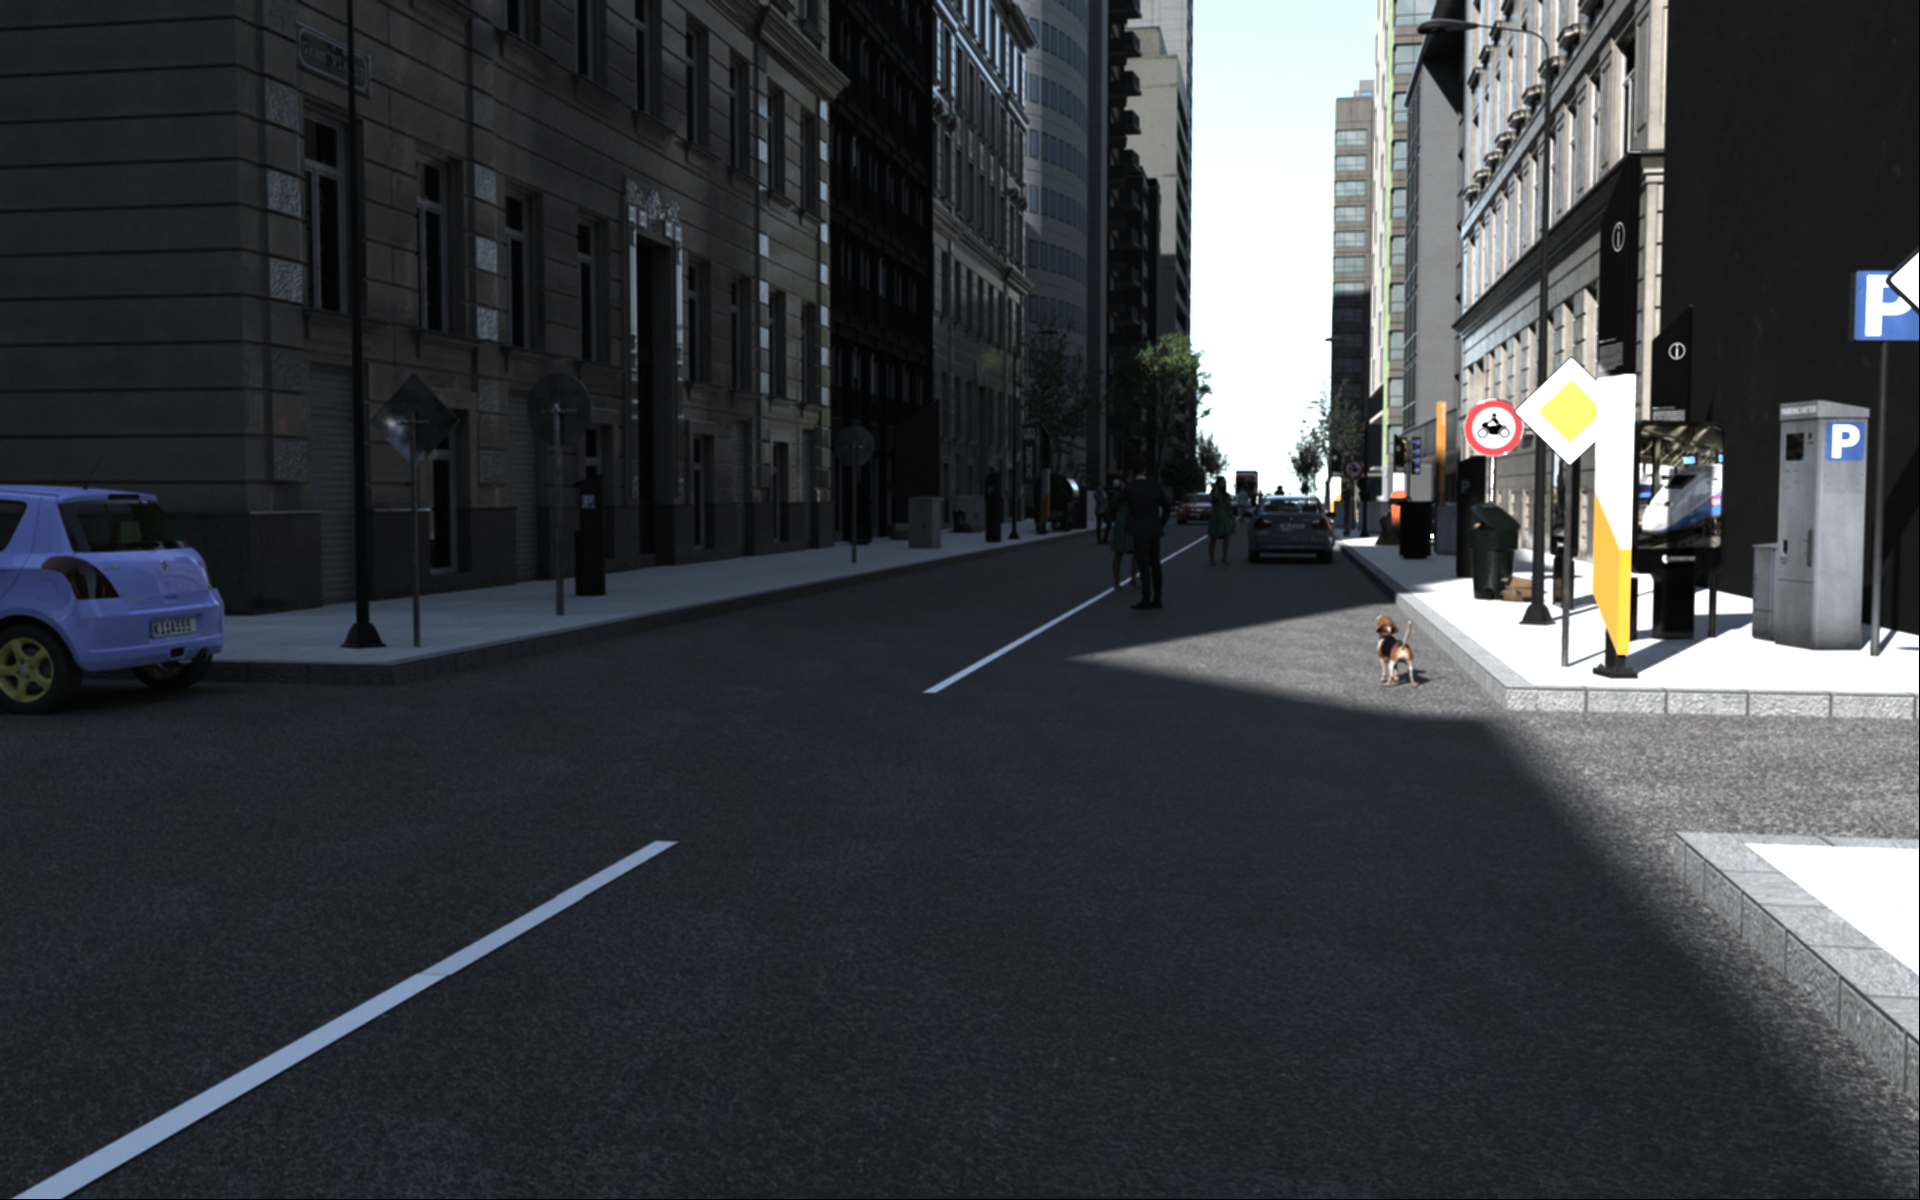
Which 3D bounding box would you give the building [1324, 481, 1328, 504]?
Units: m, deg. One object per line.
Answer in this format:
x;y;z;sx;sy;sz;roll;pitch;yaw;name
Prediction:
64.676;-32.750;227.338;32.217;40.220;23.993;1;4;10;building

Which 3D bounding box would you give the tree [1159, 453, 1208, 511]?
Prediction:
19.859;-10.207;150.605;4.285;4.588;4.351;0;3;0;tree

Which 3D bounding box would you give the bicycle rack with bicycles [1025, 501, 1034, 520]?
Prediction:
3.752;-4.502;86.991;2.852;0.926;2.925;-1;4;-12;bicycle rack with bicycles

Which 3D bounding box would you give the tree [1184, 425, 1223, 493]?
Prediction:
27.012;-14.668;190.176;4.360;8.622;3.978;0;3;0;tree

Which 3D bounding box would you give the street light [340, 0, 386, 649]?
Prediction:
-4.486;-2.553;14.276;1.470;5.913;1.316;1;4;10;street light

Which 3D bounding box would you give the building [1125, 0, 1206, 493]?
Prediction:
23.003;-48.678;234.136;20.563;71.187;20.611;1;4;10;building

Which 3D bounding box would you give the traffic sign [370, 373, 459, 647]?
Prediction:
-4.554;-0.662;14.471;0.795;2.450;0.064;1;4;10;traffic sign

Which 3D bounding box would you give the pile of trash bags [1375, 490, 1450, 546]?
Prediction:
11.221;-2.034;43.013;1.912;1.369;3.447;2;4;25;pile of trash bags

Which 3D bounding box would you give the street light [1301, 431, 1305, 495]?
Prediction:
19.039;-7.306;91.989;1.470;5.913;1.316;1;4;10;street light

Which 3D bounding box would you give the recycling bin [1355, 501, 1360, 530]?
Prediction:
14.525;-2.979;61.262;0.722;1.027;0.722;2;4;29;recycling bin

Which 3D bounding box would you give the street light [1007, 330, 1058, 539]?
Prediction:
2.071;-4.685;49.134;1.470;5.913;1.316;1;4;10;street light

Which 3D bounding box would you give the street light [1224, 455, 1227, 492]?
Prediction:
31.325;-14.373;207.545;1.470;5.913;1.316;1;4;10;street light

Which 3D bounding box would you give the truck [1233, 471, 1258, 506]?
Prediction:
34.511;-13.436;208.599;2.839;4.237;11.283;1;4;11;truck

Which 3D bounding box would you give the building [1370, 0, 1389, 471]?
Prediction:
42.279;-32.267;116.802;28.713;52.752;27.495;1;4;10;building

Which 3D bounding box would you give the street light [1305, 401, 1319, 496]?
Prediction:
18.097;-6.961;86.355;1.470;5.913;1.316;1;4;10;street light

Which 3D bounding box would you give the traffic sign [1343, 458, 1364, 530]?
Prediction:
14.089;-3.788;62.038;0.768;2.556;0.104;1;4;15;traffic sign

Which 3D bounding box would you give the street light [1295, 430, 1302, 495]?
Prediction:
25.340;-9.411;126.416;1.470;5.913;1.316;1;4;10;street light

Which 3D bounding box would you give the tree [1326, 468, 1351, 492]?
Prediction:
23.718;-7.013;109.271;1.663;3.219;1.824;0;3;0;tree

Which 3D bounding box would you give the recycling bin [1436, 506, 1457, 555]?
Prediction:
10.592;-1.474;36.658;0.722;1.027;0.722;-2;4;-25;recycling bin

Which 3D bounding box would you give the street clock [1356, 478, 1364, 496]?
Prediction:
18.264;-4.536;78.736;0.471;2.002;0.358;-1;4;-9;street clock

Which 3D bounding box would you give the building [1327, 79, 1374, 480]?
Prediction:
55.219;-35.569;201.155;23.786;49.044;30.456;1;4;10;building

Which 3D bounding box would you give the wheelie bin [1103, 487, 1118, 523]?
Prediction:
6.821;-4.290;78.052;0.980;1.594;0.693;0;4;-5;wheelie bin

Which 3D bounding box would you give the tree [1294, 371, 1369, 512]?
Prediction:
22.194;-9.346;103.176;4.360;8.622;3.978;0;3;0;tree

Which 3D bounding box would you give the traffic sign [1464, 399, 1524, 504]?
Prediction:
7.174;-1.421;23.337;0.768;2.556;0.104;1;4;17;traffic sign

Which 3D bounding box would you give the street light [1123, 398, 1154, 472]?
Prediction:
8.457;-6.797;83.669;1.470;5.913;1.316;1;4;10;street light

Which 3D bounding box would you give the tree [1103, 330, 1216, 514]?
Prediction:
12.602;-11.242;109.570;9.928;11.665;9.643;0;3;0;tree

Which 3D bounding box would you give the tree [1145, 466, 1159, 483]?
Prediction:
10.980;-6.706;104.243;1.663;3.219;1.824;0;3;0;tree

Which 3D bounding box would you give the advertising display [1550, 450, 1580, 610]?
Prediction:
6.822;-0.877;19.545;0.123;1.923;0.974;0;4;8;advertising display

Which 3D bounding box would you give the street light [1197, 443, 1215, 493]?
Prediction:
22.334;-11.370;158.443;1.470;5.913;1.316;1;4;10;street light

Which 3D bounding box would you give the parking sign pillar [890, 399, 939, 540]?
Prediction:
-1.264;-3.704;49.027;1.447;3.967;1.447;-1;4;-16;parking sign pillar

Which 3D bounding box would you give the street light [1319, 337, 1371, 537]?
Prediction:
11.493;-4.823;51.390;1.470;5.913;1.316;1;4;10;street light

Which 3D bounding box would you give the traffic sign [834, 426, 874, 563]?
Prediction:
-1.977;-1.967;32.272;0.768;2.556;0.104;1;4;11;traffic sign

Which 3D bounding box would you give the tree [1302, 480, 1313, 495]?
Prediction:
43.265;-13.635;217.535;1.663;3.219;1.824;0;3;0;tree

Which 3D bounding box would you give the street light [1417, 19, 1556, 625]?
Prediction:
5.171;-2.721;17.030;1.470;5.913;1.316;1;4;10;street light

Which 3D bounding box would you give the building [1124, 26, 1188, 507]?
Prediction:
13.083;-34.385;185.901;21.300;48.544;21.600;1;4;10;building

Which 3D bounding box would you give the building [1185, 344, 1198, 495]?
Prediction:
14.532;-22.449;212.088;27.650;21.520;28.899;1;4;10;building

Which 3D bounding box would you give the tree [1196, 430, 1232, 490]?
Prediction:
29.312;-15.249;199.691;4.737;8.622;4.395;0;3;0;tree

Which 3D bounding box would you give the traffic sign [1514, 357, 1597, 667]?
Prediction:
4.483;-0.559;12.783;0.795;2.450;0.064;1;4;10;traffic sign

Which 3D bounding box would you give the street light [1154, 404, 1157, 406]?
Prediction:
9.487;-7.161;89.629;1.470;5.913;1.316;1;4;10;street light

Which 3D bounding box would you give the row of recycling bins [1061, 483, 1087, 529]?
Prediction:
4.316;-3.559;65.310;1.069;1.692;3.534;0;4;1;row of recycling bins

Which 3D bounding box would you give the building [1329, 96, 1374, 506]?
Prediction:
45.863;-30.393;180.514;14.154;41.232;14.086;1;4;10;building

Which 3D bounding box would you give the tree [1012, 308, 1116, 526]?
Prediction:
3.876;-7.219;68.399;4.737;8.622;4.395;0;3;0;tree

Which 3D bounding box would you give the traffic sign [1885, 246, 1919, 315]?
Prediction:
3.029;-0.079;4.931;0.795;2.450;0.064;1;4;10;traffic sign

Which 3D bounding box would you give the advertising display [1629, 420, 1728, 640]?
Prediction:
6.326;-0.617;15.306;0.974;1.923;0.123;-1;4;-18;advertising display

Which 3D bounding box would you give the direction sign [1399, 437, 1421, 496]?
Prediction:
17.839;-4.700;68.847;0.876;3.537;0.379;1;4;20;direction sign

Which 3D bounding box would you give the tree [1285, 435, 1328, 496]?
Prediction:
44.361;-16.757;224.342;4.737;8.622;4.395;0;3;0;tree

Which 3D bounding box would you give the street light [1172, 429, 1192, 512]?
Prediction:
15.893;-9.270;124.105;1.470;5.913;1.316;1;4;10;street light

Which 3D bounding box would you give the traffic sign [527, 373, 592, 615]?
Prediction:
-4.239;-1.111;18.279;0.768;2.556;0.104;1;4;18;traffic sign

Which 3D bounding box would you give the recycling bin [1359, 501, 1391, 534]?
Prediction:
13.528;-2.667;56.156;0.722;1.027;0.722;3;5;41;recycling bin

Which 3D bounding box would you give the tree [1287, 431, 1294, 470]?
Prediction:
36.803;-14.286;183.934;4.360;8.622;3.978;0;3;0;tree

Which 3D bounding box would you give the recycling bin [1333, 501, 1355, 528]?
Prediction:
14.602;-3.247;65.643;0.722;1.027;0.722;2;4;29;recycling bin
